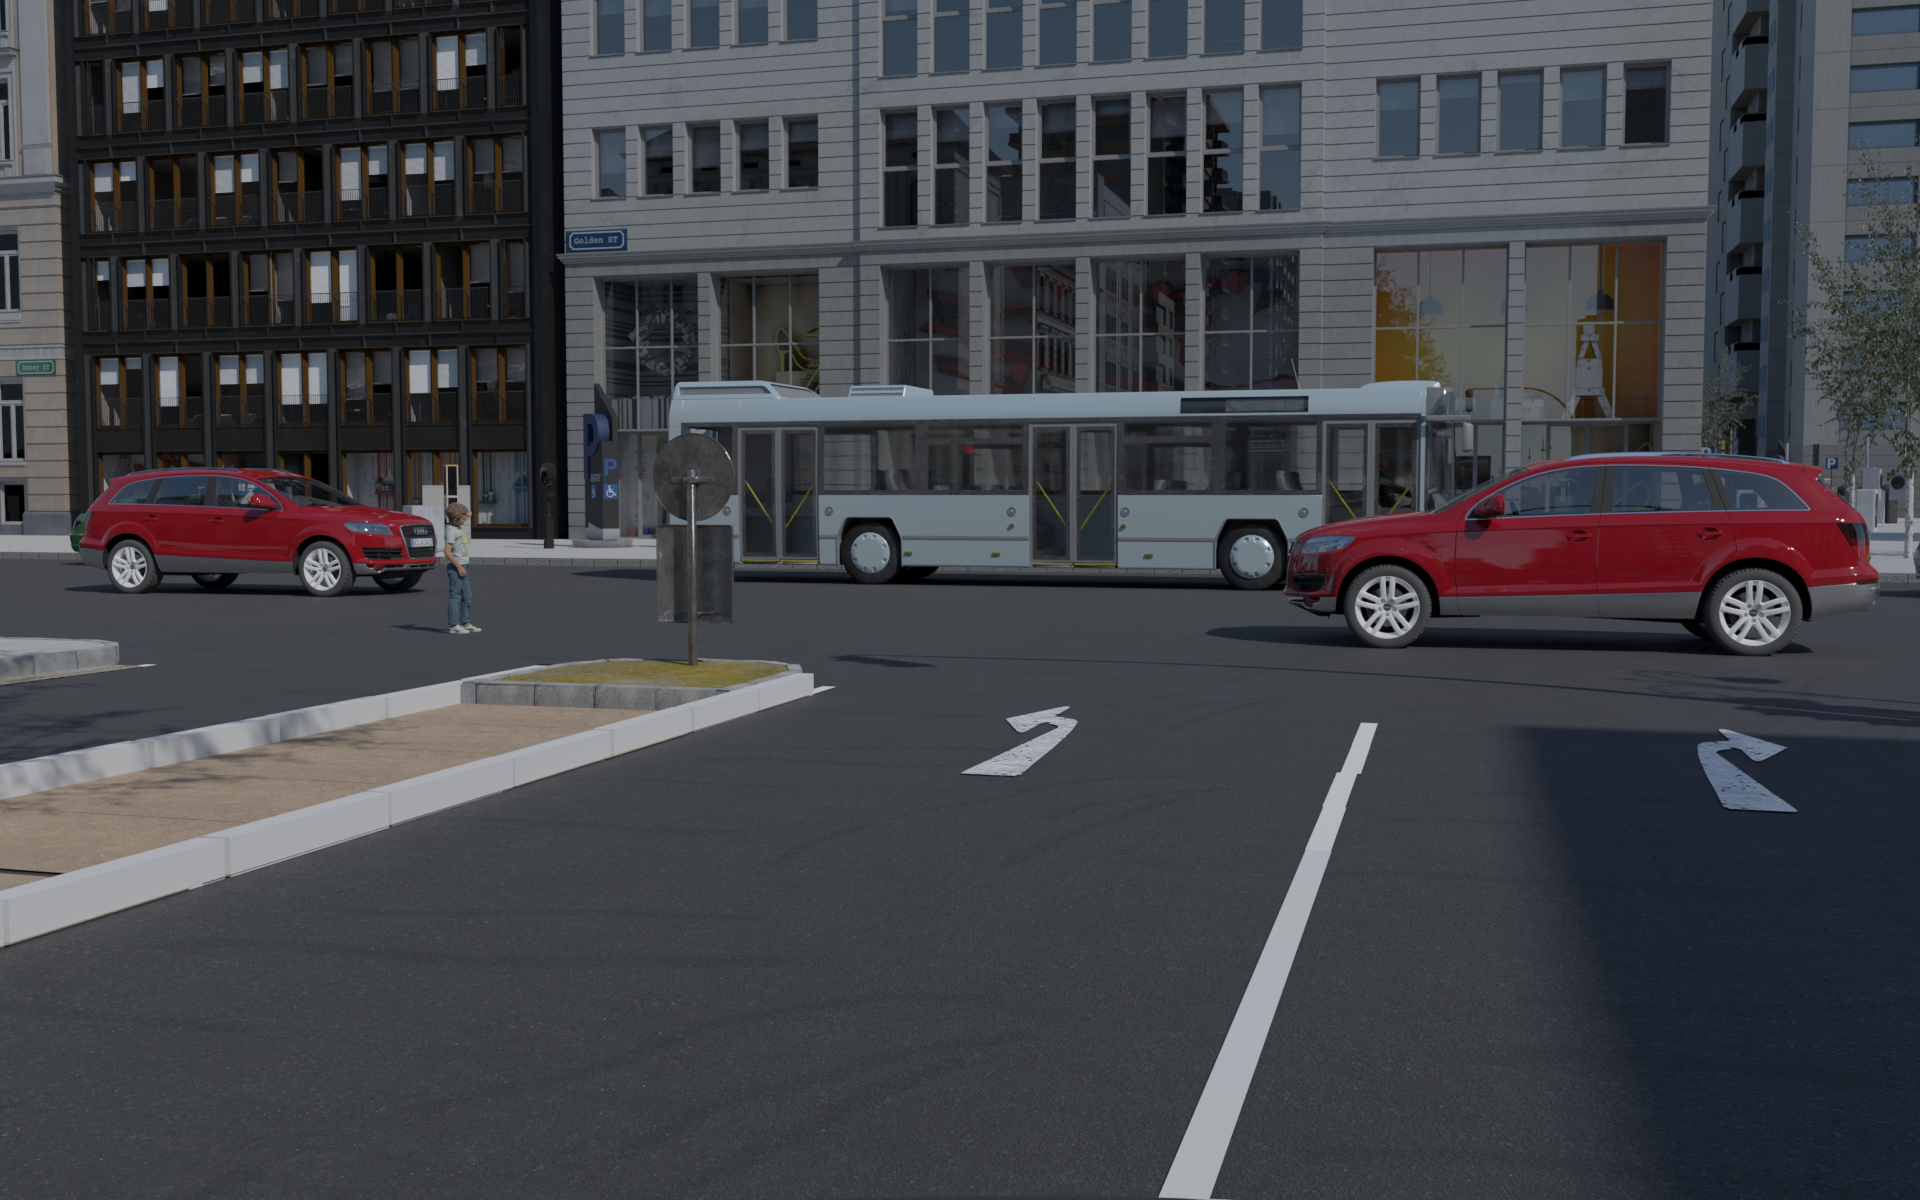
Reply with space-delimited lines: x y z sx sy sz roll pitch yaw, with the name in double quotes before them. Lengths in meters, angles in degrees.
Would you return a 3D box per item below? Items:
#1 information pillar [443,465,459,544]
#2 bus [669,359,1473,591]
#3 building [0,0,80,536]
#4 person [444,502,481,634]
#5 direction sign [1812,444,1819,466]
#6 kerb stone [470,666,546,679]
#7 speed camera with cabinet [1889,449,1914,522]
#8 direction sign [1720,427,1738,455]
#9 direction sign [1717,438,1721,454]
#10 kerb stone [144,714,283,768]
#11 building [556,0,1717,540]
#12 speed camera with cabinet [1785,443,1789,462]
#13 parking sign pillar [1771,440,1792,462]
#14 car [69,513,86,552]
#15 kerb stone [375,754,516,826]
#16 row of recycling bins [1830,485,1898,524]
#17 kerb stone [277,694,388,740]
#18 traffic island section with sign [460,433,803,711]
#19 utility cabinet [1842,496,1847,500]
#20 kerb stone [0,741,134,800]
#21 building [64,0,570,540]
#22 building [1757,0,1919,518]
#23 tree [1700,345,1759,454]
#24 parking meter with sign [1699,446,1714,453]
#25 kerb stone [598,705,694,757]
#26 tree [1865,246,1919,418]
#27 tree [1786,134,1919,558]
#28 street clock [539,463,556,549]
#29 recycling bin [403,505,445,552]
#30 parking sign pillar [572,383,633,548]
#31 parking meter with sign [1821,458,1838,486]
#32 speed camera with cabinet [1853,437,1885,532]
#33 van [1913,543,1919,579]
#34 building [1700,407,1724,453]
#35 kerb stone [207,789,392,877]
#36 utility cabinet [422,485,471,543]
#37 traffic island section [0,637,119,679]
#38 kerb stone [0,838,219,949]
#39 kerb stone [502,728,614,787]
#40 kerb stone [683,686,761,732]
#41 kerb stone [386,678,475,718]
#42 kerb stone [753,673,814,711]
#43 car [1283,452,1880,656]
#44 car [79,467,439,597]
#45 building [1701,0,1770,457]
"information pillar" -12.741 -2.378 43.371 0.304 2.012 0.304 -2 4 -31
"bus" 1.962 -1.995 27.474 13.247 3.499 2.948 1 4 17
"building" -35.155 -16.829 61.054 20.117 28.700 13.634 1 4 16
"person" -5.115 -0.330 17.800 0.340 1.345 0.435 -1 4 -13
"direction sign" 38.735 -5.288 78.453 0.379 3.537 0.876 1 4 11
"kerb stone" -3.262 0.595 12.462 0.120 0.150 1.000 1 4 16
"speed camera with cabinet" 36.347 -4.517 68.182 0.660 3.252 2.038 -3 4 -37
"direction sign" 26.110 -4.074 58.610 0.379 3.537 0.876 3 4 37
"direction sign" 30.842 -4.750 69.658 0.876 3.537 0.379 0 4 -7
"kerb stone" -4.107 0.778 9.499 0.120 0.150 1.000 1 4 16
"building" 4.641 -16.600 48.900 29.804 29.767 11.434 1 4 16
"speed camera with cabinet" 31.494 -4.486 67.689 2.038 3.252 0.660 2 4 34
"parking sign pillar" 40.428 -5.922 85.290 1.447 3.967 1.447 0 4 1
"car" -15.478 -1.410 34.854 4.920 1.459 2.131 1 4 16
"kerb stone" -2.369 0.871 7.959 0.120 0.150 1.000 1 4 16
"row of recycling bins" 38.999 -4.179 75.438 3.534 1.692 1.069 0 4 -2
"kerb stone" -3.827 0.716 10.485 0.120 0.150 1.000 1 4 16
"traffic island section with sign" -2.167 -0.261 12.401 2.006 1.907 1.989 1 4 16
"utility cabinet" 28.201 -2.723 55.690 0.306 1.237 1.020 1 4 15
"kerb stone" -4.399 0.837 8.504 0.120 0.150 1.000 1 4 16
"building" -17.538 -13.832 55.838 15.834 23.373 12.332 1 4 16
"building" 60.020 -34.352 103.654 21.231 58.520 28.212 1 4 16
"tree" 36.766 -8.240 85.092 4.360 8.622 3.978 0 3 0
"parking meter with sign" 27.873 -4.134 63.849 1.738 3.016 0.543 -3 5 -41
"kerb stone" -1.808 0.750 9.935 0.120 0.150 1.000 1 4 16
"tree" 29.045 -6.182 51.440 4.737 8.622 4.395 0 3 0
"tree" 18.736 -5.143 34.445 4.360 8.622 3.978 0 3 0
"street clock" -9.653 -2.205 40.617 0.358 2.002 0.471 -3 4 -36
"recycling bin" -11.884 -1.580 38.380 0.722 1.027 0.722 -2 4 -34
"parking sign pillar" -8.624 -3.252 41.648 1.447 3.967 1.447 -2 4 -31
"parking meter with sign" 40.979 -5.264 82.335 1.738 3.016 0.543 -2 4 -35
"speed camera with cabinet" 31.140 -3.972 59.279 0.660 3.252 2.038 2 4 34
"van" 15.401 -1.020 23.687 4.112 2.044 2.013 1 4 17
"building" 79.512 -35.446 199.148 30.456 49.044 23.786 1 4 16
"kerb stone" -2.648 0.932 6.973 0.120 0.150 1.000 1 4 16
"utility cabinet" -13.251 -2.204 44.719 1.173 1.500 0.318 -1 4 -15
"traffic island section" -8.254 0.513 13.895 2.009 0.180 2.903 1 4 16
"kerb stone" -2.934 0.994 5.986 0.120 0.150 1.000 1 4 16
"kerb stone" -2.091 0.814 8.945 0.120 0.150 1.000 1 4 16
"kerb stone" -1.521 0.689 10.923 0.120 0.150 1.000 1 4 16
"kerb stone" -3.546 0.661 11.478 0.120 0.150 1.000 1 4 16
"kerb stone" -1.242 0.629 11.908 0.120 0.150 1.000 1 4 16
"car" 5.788 -0.481 16.543 5.304 1.827 2.281 1 4 14
"car" -10.210 -1.021 25.373 5.304 1.827 2.281 1 4 14
"building" 71.667 -33.085 130.176 28.713 52.752 27.495 1 4 16
